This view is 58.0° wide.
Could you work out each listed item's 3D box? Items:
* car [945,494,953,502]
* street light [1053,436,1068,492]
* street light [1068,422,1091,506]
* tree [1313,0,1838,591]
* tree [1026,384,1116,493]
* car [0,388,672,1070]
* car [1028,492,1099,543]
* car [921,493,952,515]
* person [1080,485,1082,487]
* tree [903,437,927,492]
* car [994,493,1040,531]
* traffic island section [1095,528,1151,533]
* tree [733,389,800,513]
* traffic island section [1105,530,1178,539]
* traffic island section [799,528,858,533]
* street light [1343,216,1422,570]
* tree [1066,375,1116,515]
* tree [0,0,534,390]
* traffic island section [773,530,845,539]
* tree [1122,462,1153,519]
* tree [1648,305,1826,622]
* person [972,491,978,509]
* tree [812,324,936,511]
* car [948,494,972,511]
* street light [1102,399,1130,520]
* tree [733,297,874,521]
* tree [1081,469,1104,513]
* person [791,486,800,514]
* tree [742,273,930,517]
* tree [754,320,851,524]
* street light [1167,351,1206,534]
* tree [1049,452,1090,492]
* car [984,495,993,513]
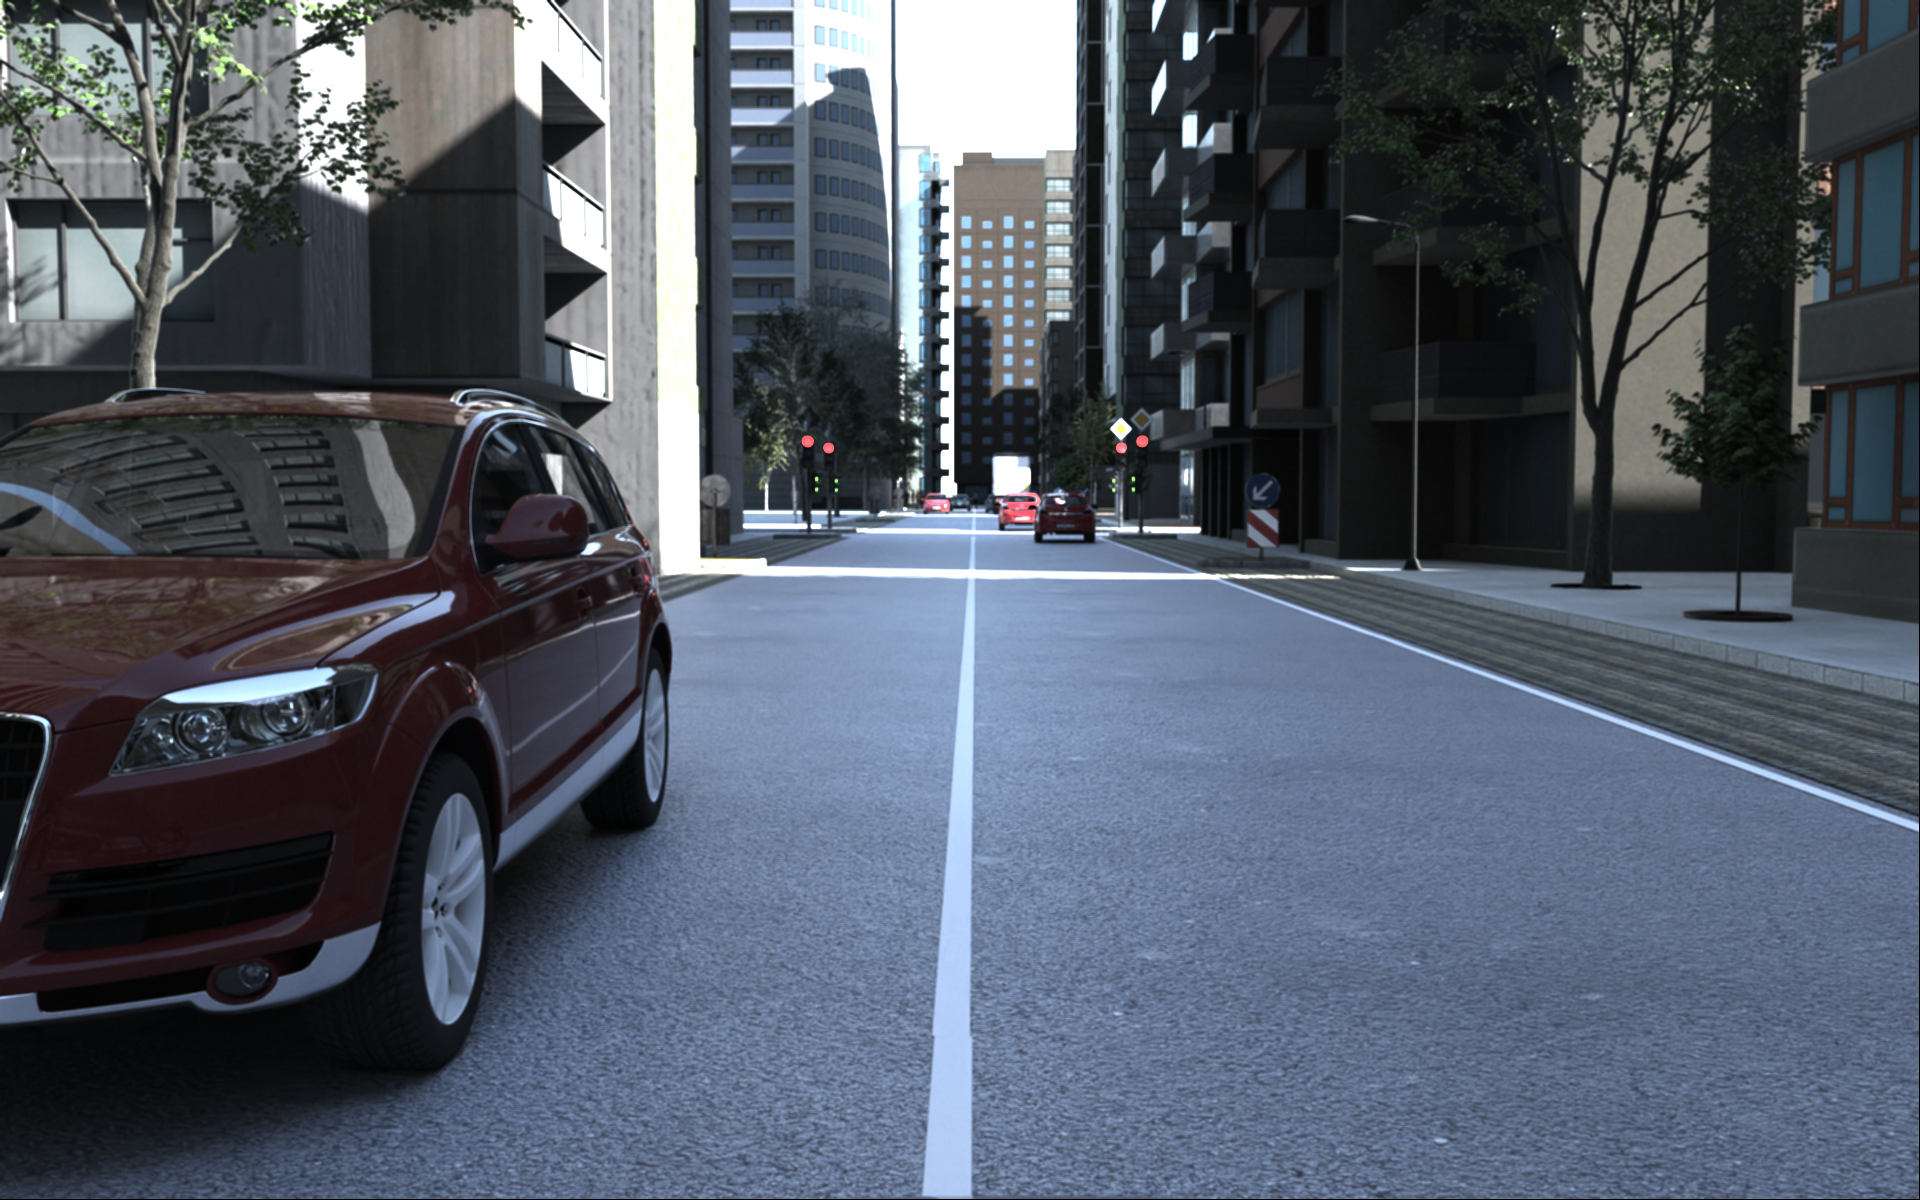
[{"bbox_3d":[-1.213,-10.838,186.001,1.959,1.807,4.718,0,4,2],"label":"car"},{"bbox_3d":[8.116,-10.164,138.724,1.470,5.913,1.316,0,4,1],"label":"street light"},{"bbox_3d":[7.884,-8.506,111.609,1.470,5.913,1.316,0,4,1],"label":"street light"},{"bbox_3d":[8.615,-5.954,23.103,9.928,11.665,9.643,0,3,0],"label":"tree"},{"bbox_3d":[9.816,-12.909,145.468,8.767,10.594,7.601,0,4,-1],"label":"tree"},{"bbox_3d":[-2.293,0.164,5.984,2.281,1.827,5.304,0,4,-1],"label":"car"},{"bbox_3d":[3.146,-2.659,52.510,2.155,1.783,4.494,0,4,2],"label":"car"},{"bbox_3d":[-1.645,-6.830,120.705,2.155,1.783,4.494,0,4,0],"label":"car"},{"bbox_3d":[8.791,-7.283,124.486,0.648,1.900,0.474,-1,4,-13],"label":"person"},{"bbox_3d":[-5.622,-14.425,186.204,4.360,8.622,3.978,0,3,0],"label":"tree"},{"bbox_3d":[2.426,-3.643,68.601,2.155,1.783,4.494,0,4,1],"label":"car"},{"bbox_3d":[5.976,-2.571,64.313,2.009,0.180,2.903,0,4,1],"label":"traffic island section"},{"bbox_3d":[-13.171,-10.325,119.169,4.737,8.622,4.395,0,3,0],"label":"tree"},{"bbox_3d":[5.905,-2.082,56.328,2.009,0.180,2.903,0,4,1],"label":"traffic island section"},{"bbox_3d":[-4.865,-2.577,64.413,2.009,0.180,2.903,0,4,1],"label":"traffic island section"},{"bbox_3d":[7.092,-3.458,29.074,1.470,5.913,1.316,0,4,1],"label":"street light"},{"bbox_3d":[8.430,-9.641,107.999,4.737,8.622,4.395,0,3,0],"label":"tree"},{"bbox_3d":[-7.505,-5.518,15.971,9.928,11.665,9.643,0,3,0],"label":"tree"},{"bbox_3d":[-4.936,-2.089,56.428,2.009,0.180,2.903,0,4,1],"label":"traffic island section"},{"bbox_3d":[9.051,-5.745,88.533,1.663,3.219,1.824,0,3,0],"label":"tree"},{"bbox_3d":[8.147,-1.419,17.802,1.663,3.219,1.824,0,3,0],"label":"tree"},{"bbox_3d":[1.432,-9.501,164.632,0.721,1.735,1.217,-1,4,-22],"label":"person"},{"bbox_3d":[-6.917,-13.678,130.291,9.857,13.997,8.962,0,3,0],"label":"tree"},{"bbox_3d":[0.014,-8.360,148.484,2.131,1.459,4.920,0,4,1],"label":"car"},{"bbox_3d":[7.627,-6.847,84.494,1.470,5.913,1.316,0,4,1],"label":"street light"},{"bbox_3d":[-7.554,-9.022,81.925,7.601,10.594,8.767,3,5,43],"label":"tree"},{"bbox_3d":[9.153,-7.643,119.558,1.663,3.219,1.824,0,3,0],"label":"tree"},{"bbox_3d":[-10.546,-6.420,111.021,0.555,1.821,0.388,0,4,-5],"label":"person"},{"bbox_3d":[-6.886,-11.356,96.039,12.009,13.543,11.850,0,3,0],"label":"tree"},{"bbox_3d":[-6.897,-7.512,73.184,4.360,8.622,3.978,0,3,0],"label":"tree"},{"bbox_3d":[7.400,-5.116,56.188,1.470,5.913,1.316,0,4,1],"label":"street light"},{"bbox_3d":[8.621,-9.307,135.883,4.285,4.588,4.351,0,3,0],"label":"tree"},{"bbox_3d":[2.840,-7.439,133.631,2.014,1.417,4.499,0,4,1],"label":"car"}]
